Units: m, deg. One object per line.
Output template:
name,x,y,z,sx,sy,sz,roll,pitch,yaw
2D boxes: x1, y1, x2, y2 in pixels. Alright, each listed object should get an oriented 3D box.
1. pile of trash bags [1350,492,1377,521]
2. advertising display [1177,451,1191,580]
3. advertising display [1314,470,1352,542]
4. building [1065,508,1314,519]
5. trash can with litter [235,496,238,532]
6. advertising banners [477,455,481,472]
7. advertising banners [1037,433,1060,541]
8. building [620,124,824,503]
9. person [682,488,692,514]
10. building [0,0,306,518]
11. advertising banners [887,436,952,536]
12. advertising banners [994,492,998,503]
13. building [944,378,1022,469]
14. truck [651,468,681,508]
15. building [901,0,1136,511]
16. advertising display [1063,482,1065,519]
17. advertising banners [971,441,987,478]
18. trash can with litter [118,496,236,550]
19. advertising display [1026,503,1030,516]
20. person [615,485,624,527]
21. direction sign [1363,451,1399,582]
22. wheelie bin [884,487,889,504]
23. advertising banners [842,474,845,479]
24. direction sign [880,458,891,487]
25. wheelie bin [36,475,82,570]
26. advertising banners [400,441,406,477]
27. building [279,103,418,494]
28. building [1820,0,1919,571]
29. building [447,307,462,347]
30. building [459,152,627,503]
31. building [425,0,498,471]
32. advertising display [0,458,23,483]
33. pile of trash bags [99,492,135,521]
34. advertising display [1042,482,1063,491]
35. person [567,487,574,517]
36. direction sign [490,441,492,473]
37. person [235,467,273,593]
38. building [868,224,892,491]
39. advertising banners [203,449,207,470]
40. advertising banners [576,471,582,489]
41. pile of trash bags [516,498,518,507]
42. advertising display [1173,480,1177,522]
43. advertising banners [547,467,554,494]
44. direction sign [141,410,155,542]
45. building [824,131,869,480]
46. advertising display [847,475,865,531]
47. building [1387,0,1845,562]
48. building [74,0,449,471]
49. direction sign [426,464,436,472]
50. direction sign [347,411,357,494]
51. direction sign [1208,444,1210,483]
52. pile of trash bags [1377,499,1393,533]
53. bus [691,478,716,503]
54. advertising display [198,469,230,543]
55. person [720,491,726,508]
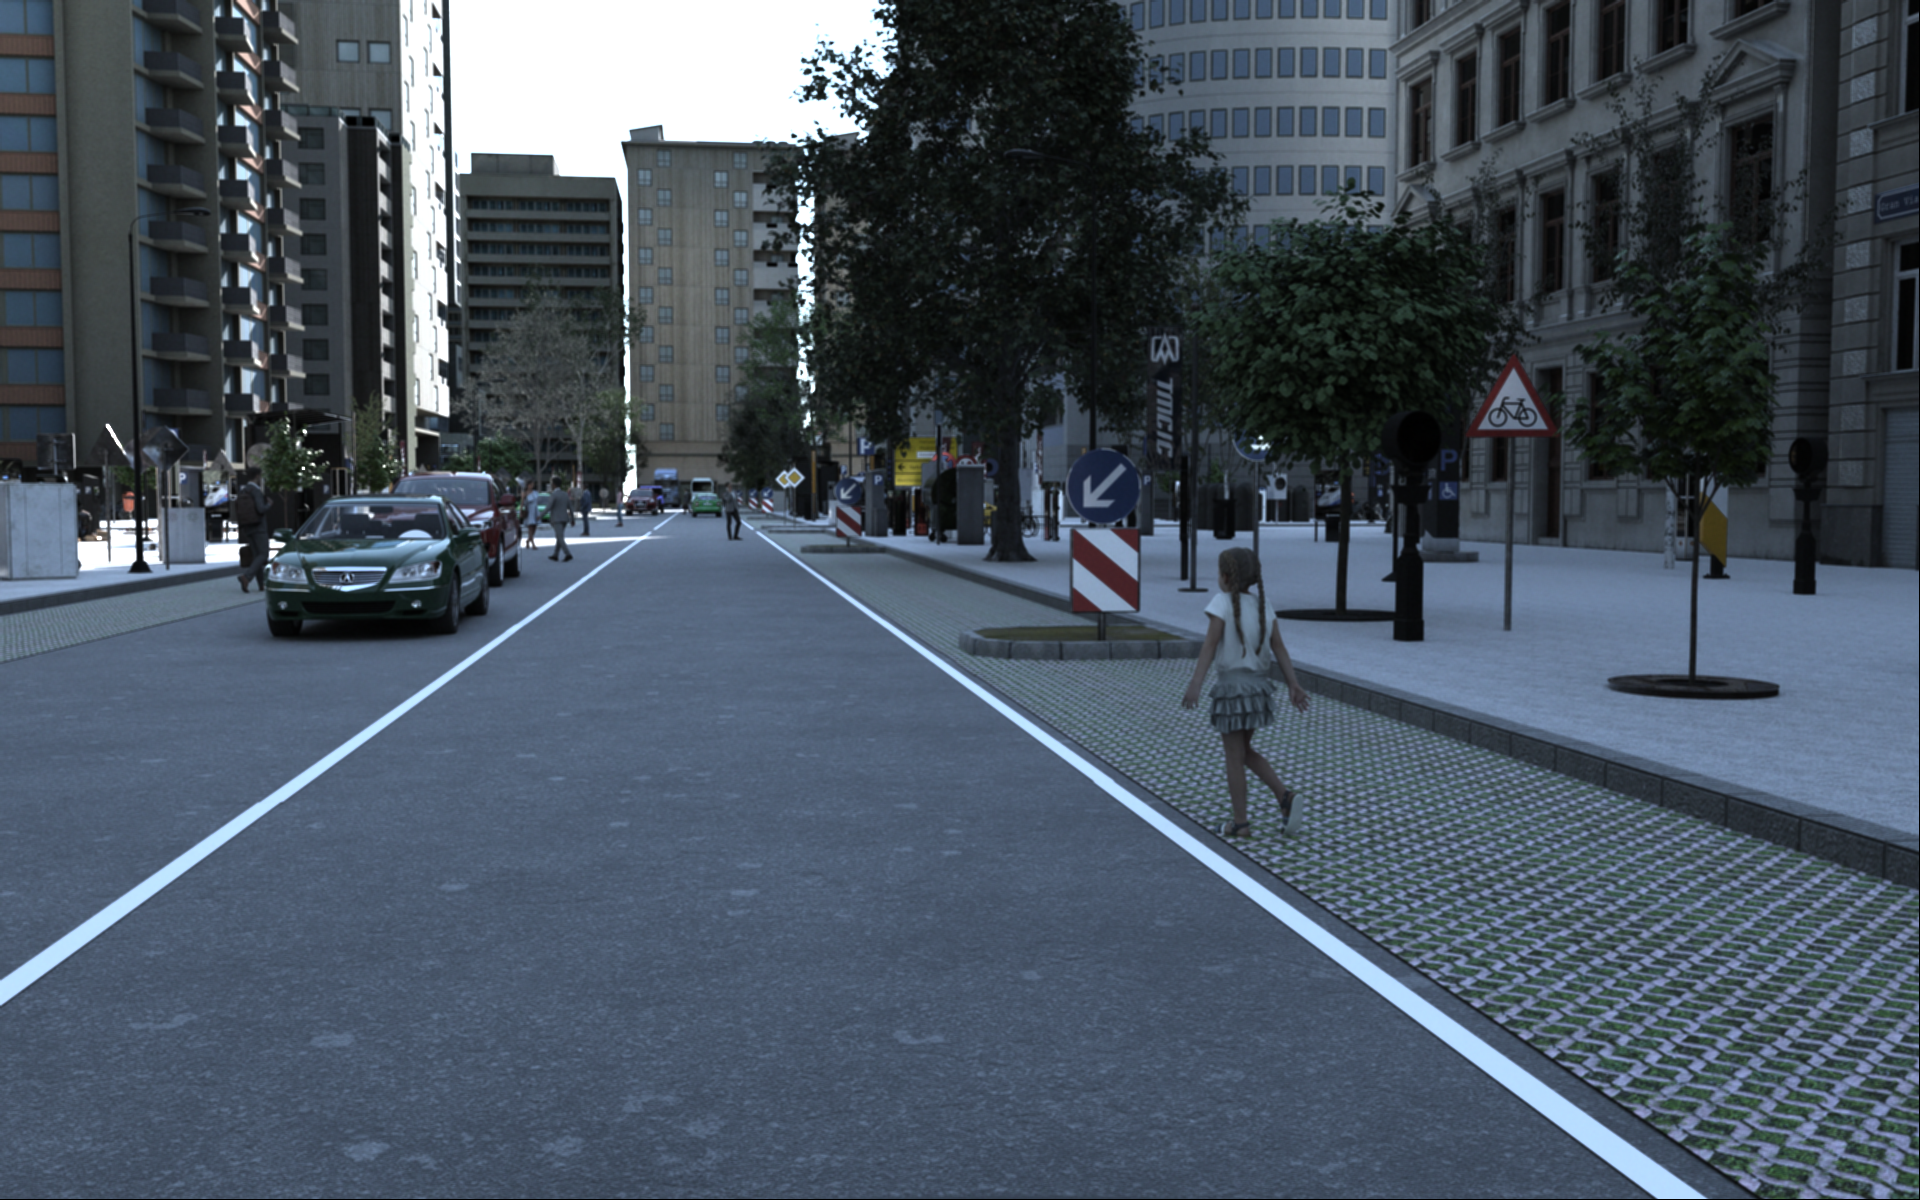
pile of trash bags,19.576,-4.625,85.368,1.912,1.369,3.447,0,4,-4
advertising display,3.400,-1.279,26.133,0.123,1.923,0.974,1,4,10
advertising display,10.008,-2.525,46.503,0.974,1.923,0.123,1,4,8
building,19.041,-34.091,99.390,28.212,58.520,21.231,-1,4,-8
trash can with litter,-24.092,-2.883,58.190,2.233,1.210,1.678,1,4,11
advertising banners,-21.112,-4.928,76.768,0.090,3.025,2.074,-2,4,-29
advertising banners,2.416,-3.153,47.745,0.090,3.025,2.074,-1,4,-13
building,-35.258,-40.775,255.916,27.495,52.752,28.713,-1,4,-8
person,-19.225,-6.939,121.911,0.822,1.834,0.622,-2,4,-29
building,-51.836,-27.327,101.414,22.147,44.769,28.867,-1,4,-8
advertising banners,-1.203,-3.479,53.071,2.074,3.025,0.090,2,4,23
advertising banners,1.541,-5.507,86.223,0.090,3.025,2.074,2,4,26
building,11.975,-49.683,124.991,22.319,86.520,31.000,-1,4,-8
truck,-31.396,-12.008,186.089,2.967,4.110,18.799,-1,4,-8
building,4.190,-38.693,174.629,21.231,58.520,28.212,-1,4,-8
advertising display,5.426,-5.223,90.602,0.123,1.923,0.974,0,4,5
advertising banners,-0.063,-3.775,57.912,2.074,3.025,0.090,2,4,29
trash can with litter,-18.482,-1.801,40.508,1.678,1.210,2.233,1,4,16
advertising display,3.487,-5.070,88.108,0.974,1.923,0.123,2,4,31
person,-14.981,-4.148,76.327,0.388,1.821,0.555,0,4,3
direction sign,6.401,-2.042,25.384,0.876,3.537,0.379,3,5,43
wheelie bin,-3.329,-4.221,76.914,0.693,1.594,0.980,-1,4,-15
advertising banners,-7.524,-6.828,107.827,0.090,3.025,2.074,1,4,22
direction sign,-4.643,-7.142,108.766,0.876,3.537,0.379,2,4,28
wheelie bin,-14.904,-1.255,28.435,0.980,1.594,0.693,2,4,25
advertising banners,-18.349,-3.776,57.920,0.090,3.025,2.074,0,4,2
building,-49.898,-22.030,131.886,14.160,30.474,14.107,-1,4,-8
building,23.017,-13.598,19.597,12.463,27.353,25.104,-1,4,-8
building,-82.867,-34.252,251.895,23.993,40.220,32.217,-1,4,-8
building,-59.458,-38.262,249.280,21.600,48.544,21.300,-1,4,-8
building,-67.574,-53.585,188.780,31.000,86.520,22.319,-1,4,-8
advertising display,-17.191,-1.579,31.038,0.123,1.923,0.974,1,4,14
pile of trash bags,-40.754,-4.508,83.457,3.447,1.369,1.912,3,4,37
advertising display,4.701,-5.149,89.394,0.974,1.923,0.123,1,4,16
person,-21.800,-5.420,97.098,0.573,1.828,0.580,1,4,23
direction sign,-20.305,-5.076,74.985,0.379,3.537,0.876,-1,4,-15
person,-10.320,-1.029,25.289,0.622,1.834,0.822,2,4,26
building,1.014,-35.266,200.296,21.300,48.544,21.600,-1,4,-8
advertising banners,-30.125,-4.439,68.773,0.090,3.025,2.074,-2,4,-35
advertising banners,-30.111,-8.433,134.067,2.074,3.025,0.090,2,4,23
pile of trash bags,-37.322,-8.016,140.811,1.912,1.369,3.447,2,4,30
advertising display,10.059,-4.601,80.443,0.123,1.923,0.974,1,4,20
advertising banners,-26.103,-6.988,110.443,0.090,3.025,2.074,0,4,-1
direction sign,-22.028,-3.353,46.813,0.379,3.537,0.876,-2,4,-30
building,-8.133,-41.052,260.433,27.495,52.752,28.713,-1,4,-8
advertising display,-3.400,-3.322,59.522,0.974,1.923,0.123,-1,4,-22
building,19.341,-12.625,42.583,11.583,22.565,21.152,-1,4,-8
building,-60.809,-34.480,152.983,28.713,52.752,27.495,-1,4,-8
direction sign,-39.296,-8.366,128.774,0.379,3.537,0.876,3,4,38
direction sign,-16.701,-3.414,47.815,0.379,3.537,0.876,-1,4,-16
direction sign,11.251,-5.274,78.219,0.379,3.537,0.876,0,4,4
pile of trash bags,15.800,-2.881,56.861,3.447,1.369,1.912,-1,4,-20
bus,-30.913,-13.057,208.336,2.948,3.499,13.247,0,4,-8
advertising display,-19.702,-2.481,45.780,0.123,1.923,0.974,1,4,19
person,-24.063,-10.272,177.174,1.217,1.743,0.721,0,4,4
